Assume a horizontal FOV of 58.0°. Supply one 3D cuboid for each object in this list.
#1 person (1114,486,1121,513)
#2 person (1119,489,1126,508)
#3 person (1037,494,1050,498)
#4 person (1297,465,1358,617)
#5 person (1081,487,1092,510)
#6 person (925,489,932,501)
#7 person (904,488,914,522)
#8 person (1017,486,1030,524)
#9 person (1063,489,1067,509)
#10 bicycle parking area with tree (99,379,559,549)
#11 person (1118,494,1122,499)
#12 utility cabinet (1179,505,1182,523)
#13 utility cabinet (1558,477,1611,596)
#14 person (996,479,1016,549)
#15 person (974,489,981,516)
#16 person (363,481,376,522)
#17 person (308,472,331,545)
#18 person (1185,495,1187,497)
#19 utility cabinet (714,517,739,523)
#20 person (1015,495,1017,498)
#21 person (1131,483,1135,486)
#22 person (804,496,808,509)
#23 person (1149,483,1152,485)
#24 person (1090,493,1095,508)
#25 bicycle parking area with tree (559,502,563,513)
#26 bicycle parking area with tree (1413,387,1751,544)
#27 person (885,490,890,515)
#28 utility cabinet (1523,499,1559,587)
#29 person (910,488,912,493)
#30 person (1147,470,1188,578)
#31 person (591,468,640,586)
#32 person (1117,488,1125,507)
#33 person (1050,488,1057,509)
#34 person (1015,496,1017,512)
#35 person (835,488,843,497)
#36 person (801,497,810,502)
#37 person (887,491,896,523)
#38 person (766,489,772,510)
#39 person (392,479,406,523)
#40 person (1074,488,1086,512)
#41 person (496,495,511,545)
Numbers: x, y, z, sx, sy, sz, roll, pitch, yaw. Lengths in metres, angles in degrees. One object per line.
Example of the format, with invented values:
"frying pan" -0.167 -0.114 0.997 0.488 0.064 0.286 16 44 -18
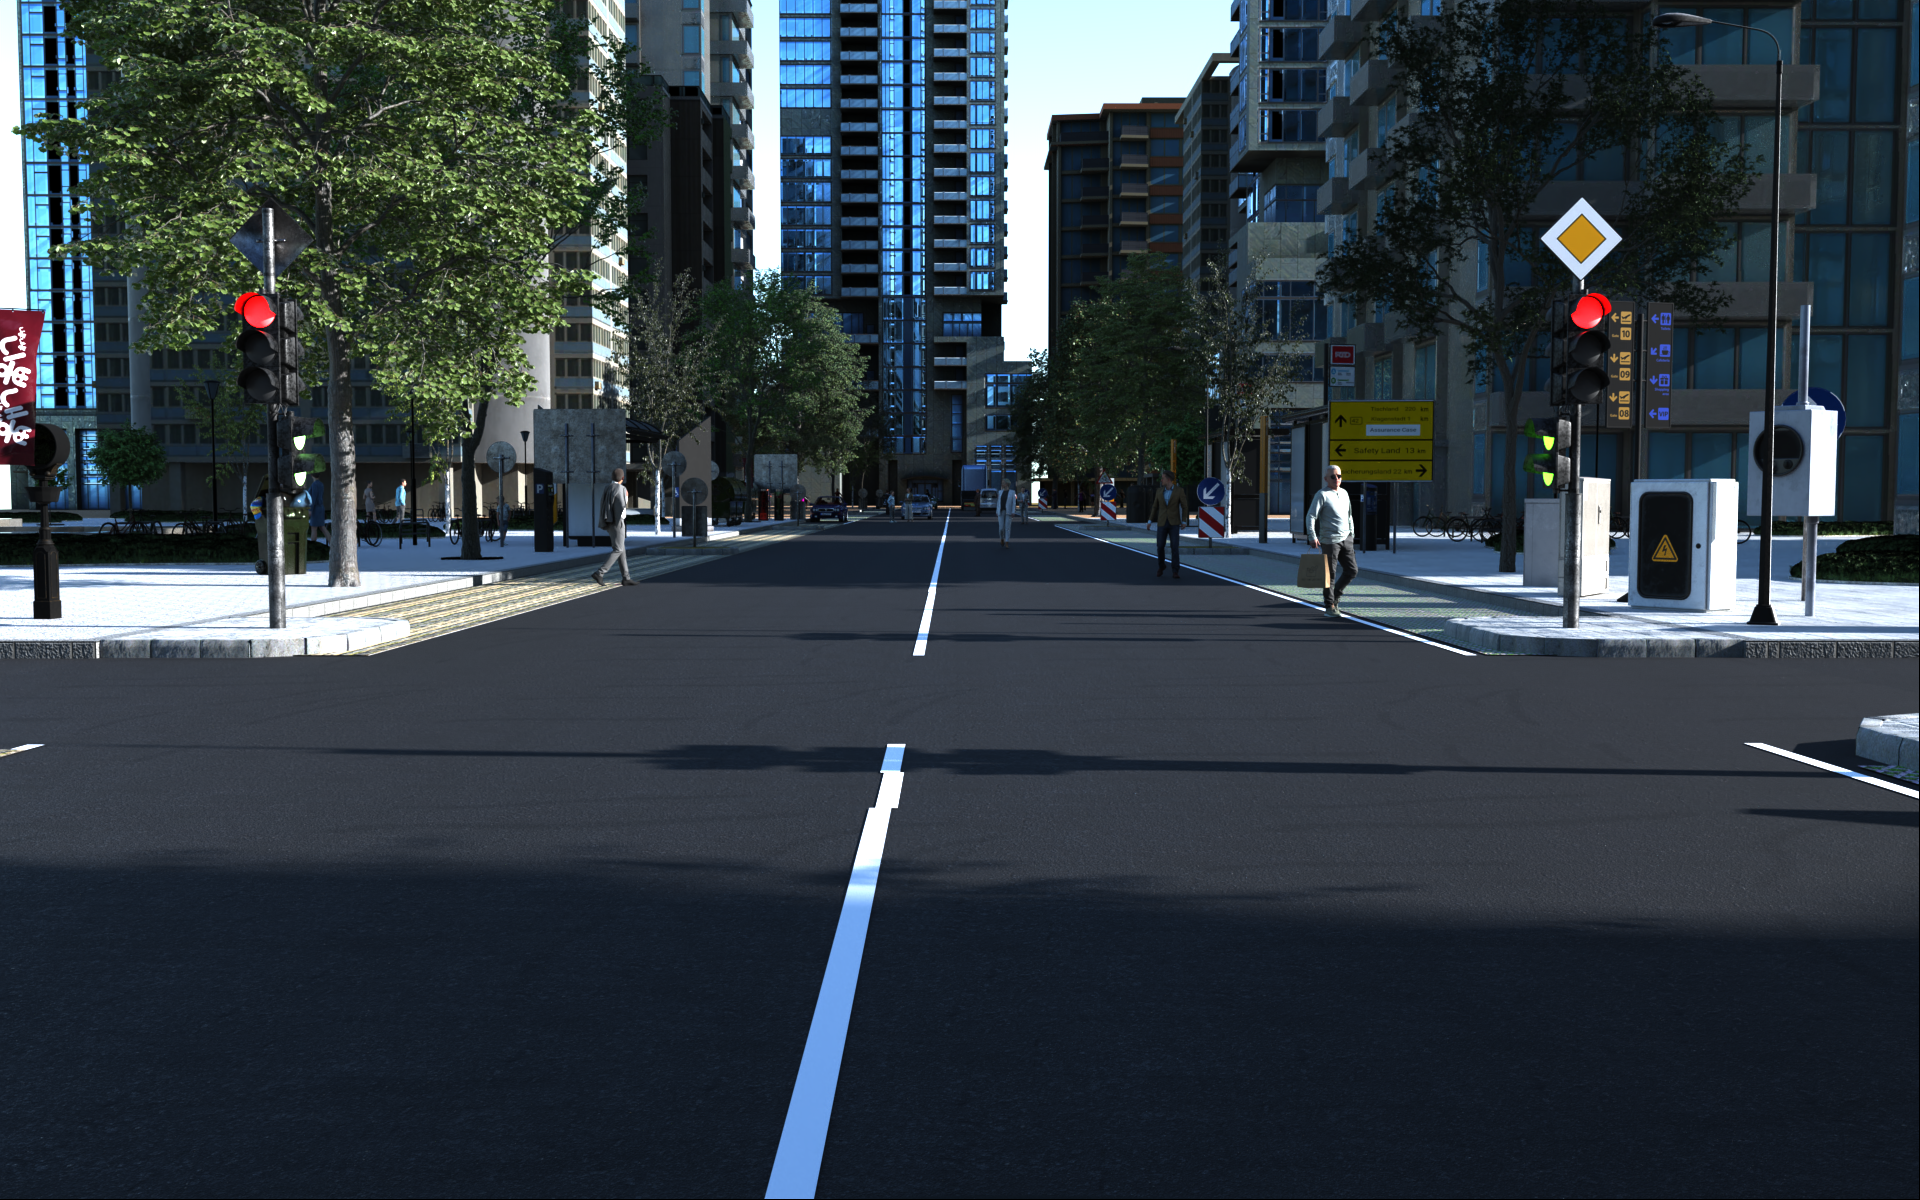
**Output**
"person" 10.273 -6.663 114.971 0.705 1.826 1.348 2 4 33
"person" 15.285 -9.569 163.017 1.217 1.766 0.721 -3 4 -38
"person" 7.725 -9.406 159.922 1.350 1.814 0.705 2 4 32
"person" 4.264 -0.685 20.183 0.782 1.767 0.515 -2 4 -33
"person" 9.747 -7.986 136.759 1.348 1.807 0.705 0 4 -5
"person" -2.539 -7.606 132.864 0.705 1.822 1.348 2 4 35
"person" -2.647 -4.880 88.840 0.519 1.759 0.362 2 4 28
"person" 3.021 -4.515 82.525 0.606 1.804 0.583 0 4 -1
"person" 9.165 -8.708 149.243 0.721 1.723 1.217 0 4 0
"bicycle parking area with tree" -16.214 -3.467 43.694 8.231 4.147 9.016 1 4 18
"person" 11.279 -7.348 126.976 1.217 1.735 0.721 1 4 18
"utility cabinet" 9.210 -3.890 74.760 1.020 1.237 0.306 1 4 9
"utility cabinet" 7.905 -0.808 21.888 0.318 1.500 1.173 3 4 36
"person" 1.212 -2.283 45.706 0.514 1.842 0.818 0 4 1
"person" 1.082 -6.246 111.177 0.434 1.755 0.990 1 4 21
"person" -21.824 -3.537 64.217 0.599 1.781 0.374 3 4 36
"person" -13.515 -1.862 36.507 0.654 1.822 0.581 1 4 18
"person" 14.881 -6.788 117.031 0.705 1.824 1.348 -3 5 -43
"utility cabinet" -10.354 -4.180 77.022 1.173 1.500 0.318 -2 4 -31
"person" 5.240 -9.747 168.793 0.756 1.711 0.436 -1 4 -22
"person" 8.433 -4.774 84.126 0.581 1.822 0.654 3 5 43
"person" -12.948 -8.166 142.745 0.799 1.438 0.628 -1 4 -12
"person" 9.386 -4.846 85.375 0.616 1.811 0.778 1 4 21
"person" 12.503 -9.432 163.496 0.421 1.427 0.697 0 4 -1
"bicycle parking area with tree" -22.382 -5.603 78.616 8.231 4.147 9.016 1 4 13
"bicycle parking area with tree" 16.972 -3.745 48.226 9.016 4.147 8.231 1 4 21
"person" -4.914 -6.834 121.035 0.742 1.727 0.445 2 4 30
"utility cabinet" 8.359 -0.784 23.976 1.020 1.237 0.306 2 4 32
"person" -3.575 -7.033 123.121 0.705 1.869 1.348 0 4 -3
"person" 3.554 -1.305 29.756 0.656 1.842 0.836 -1 4 -9
"person" -5.341 -1.120 26.911 0.850 1.850 0.679 -3 4 -36
"person" 15.433 -9.748 165.438 0.705 1.823 1.348 2 4 35
"person" 7.912 -8.551 146.297 0.568 1.767 0.683 0 4 5
"person" 4.279 -7.655 136.840 0.628 1.438 0.799 -3 5 -42
"person" -11.860 -9.863 167.270 1.348 1.831 0.705 2 4 25
"person" -9.609 -5.908 105.864 0.991 1.433 0.599 -3 4 -39
"person" -3.419 -4.694 87.059 0.330 1.601 0.589 3 4 37
"person" -15.514 -8.191 140.413 0.568 1.767 0.683 3 5 40
"person" -19.797 -3.366 61.093 0.620 1.820 0.660 -3 4 -39
"person" 8.440 -7.014 121.404 0.721 1.739 1.217 -3 4 -38
"person" -11.450 -2.002 43.461 0.332 1.250 0.352 2 4 26
